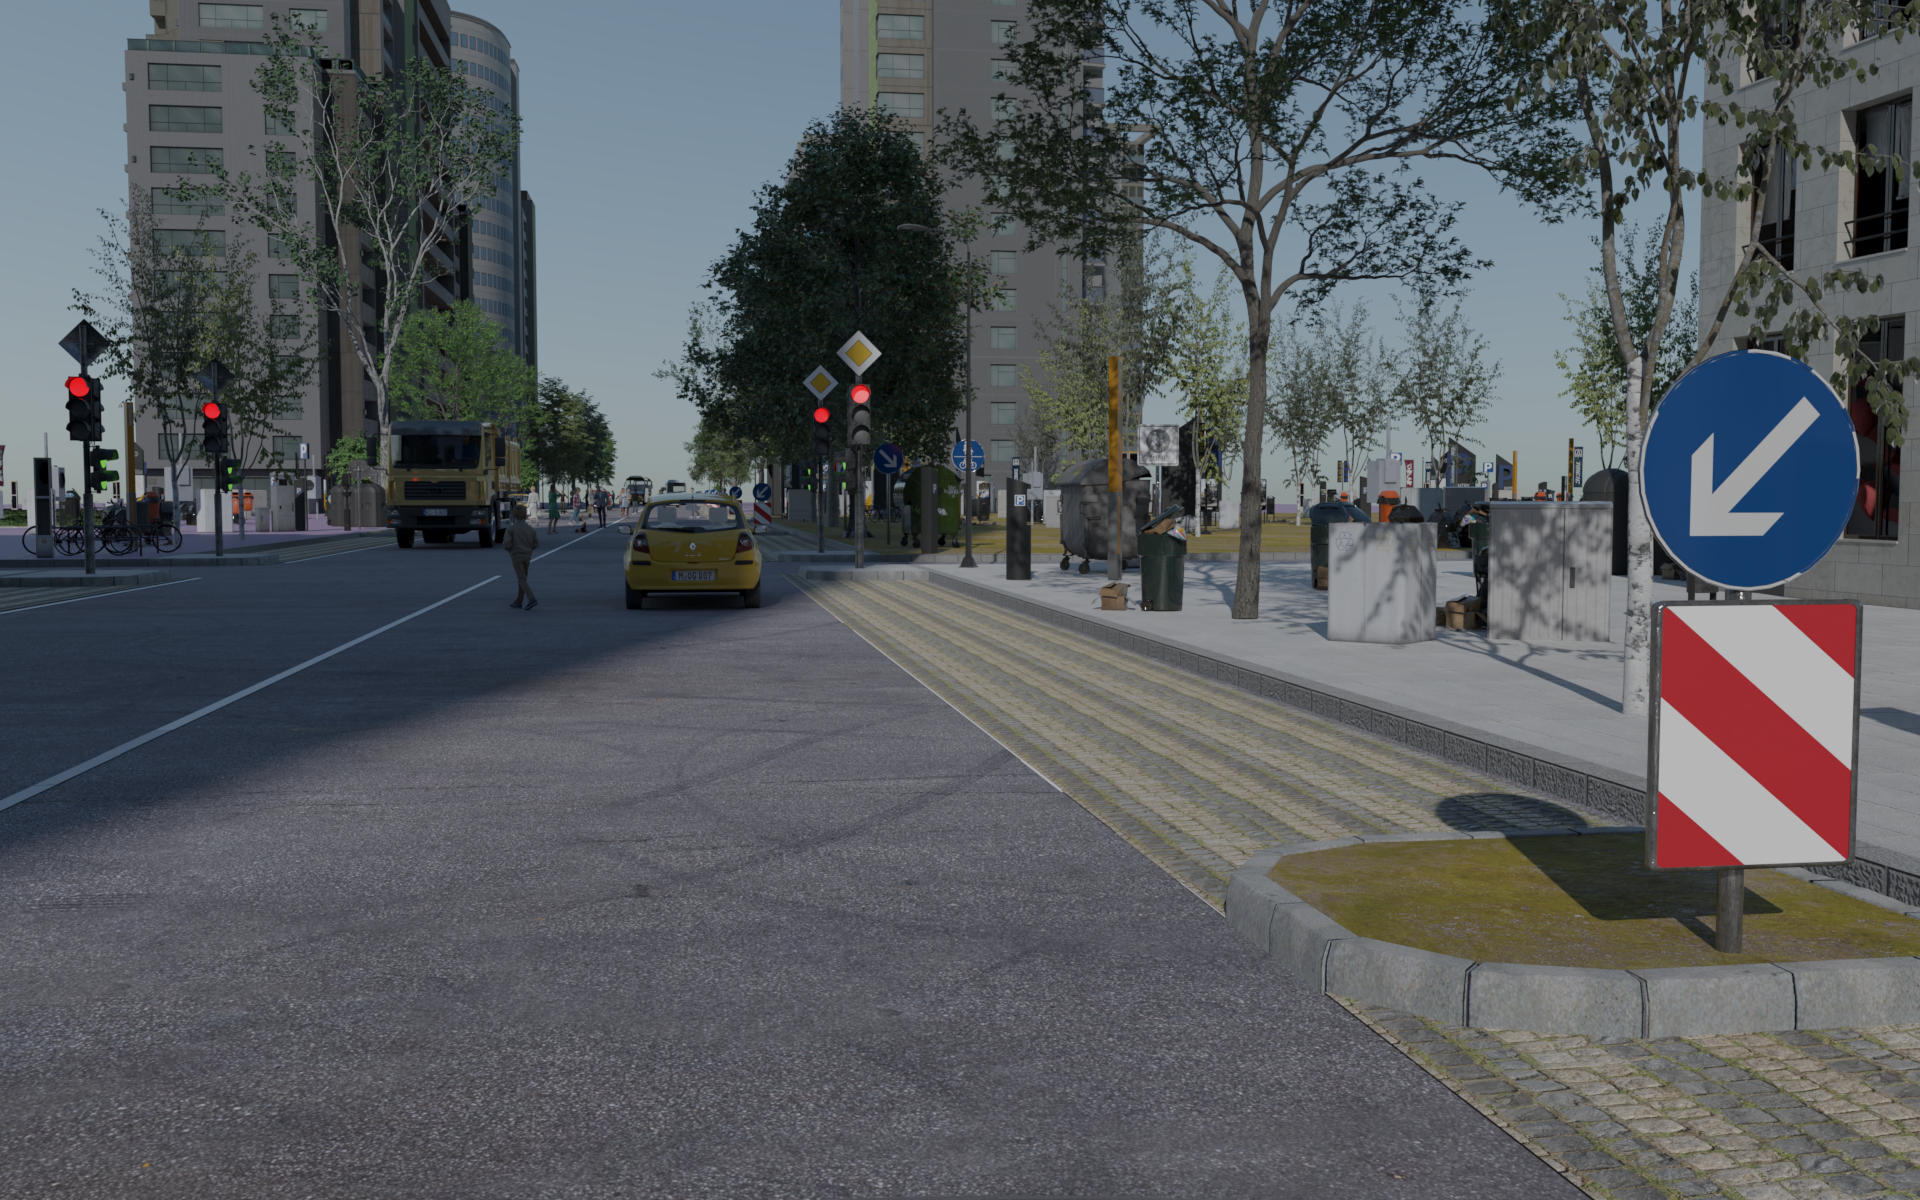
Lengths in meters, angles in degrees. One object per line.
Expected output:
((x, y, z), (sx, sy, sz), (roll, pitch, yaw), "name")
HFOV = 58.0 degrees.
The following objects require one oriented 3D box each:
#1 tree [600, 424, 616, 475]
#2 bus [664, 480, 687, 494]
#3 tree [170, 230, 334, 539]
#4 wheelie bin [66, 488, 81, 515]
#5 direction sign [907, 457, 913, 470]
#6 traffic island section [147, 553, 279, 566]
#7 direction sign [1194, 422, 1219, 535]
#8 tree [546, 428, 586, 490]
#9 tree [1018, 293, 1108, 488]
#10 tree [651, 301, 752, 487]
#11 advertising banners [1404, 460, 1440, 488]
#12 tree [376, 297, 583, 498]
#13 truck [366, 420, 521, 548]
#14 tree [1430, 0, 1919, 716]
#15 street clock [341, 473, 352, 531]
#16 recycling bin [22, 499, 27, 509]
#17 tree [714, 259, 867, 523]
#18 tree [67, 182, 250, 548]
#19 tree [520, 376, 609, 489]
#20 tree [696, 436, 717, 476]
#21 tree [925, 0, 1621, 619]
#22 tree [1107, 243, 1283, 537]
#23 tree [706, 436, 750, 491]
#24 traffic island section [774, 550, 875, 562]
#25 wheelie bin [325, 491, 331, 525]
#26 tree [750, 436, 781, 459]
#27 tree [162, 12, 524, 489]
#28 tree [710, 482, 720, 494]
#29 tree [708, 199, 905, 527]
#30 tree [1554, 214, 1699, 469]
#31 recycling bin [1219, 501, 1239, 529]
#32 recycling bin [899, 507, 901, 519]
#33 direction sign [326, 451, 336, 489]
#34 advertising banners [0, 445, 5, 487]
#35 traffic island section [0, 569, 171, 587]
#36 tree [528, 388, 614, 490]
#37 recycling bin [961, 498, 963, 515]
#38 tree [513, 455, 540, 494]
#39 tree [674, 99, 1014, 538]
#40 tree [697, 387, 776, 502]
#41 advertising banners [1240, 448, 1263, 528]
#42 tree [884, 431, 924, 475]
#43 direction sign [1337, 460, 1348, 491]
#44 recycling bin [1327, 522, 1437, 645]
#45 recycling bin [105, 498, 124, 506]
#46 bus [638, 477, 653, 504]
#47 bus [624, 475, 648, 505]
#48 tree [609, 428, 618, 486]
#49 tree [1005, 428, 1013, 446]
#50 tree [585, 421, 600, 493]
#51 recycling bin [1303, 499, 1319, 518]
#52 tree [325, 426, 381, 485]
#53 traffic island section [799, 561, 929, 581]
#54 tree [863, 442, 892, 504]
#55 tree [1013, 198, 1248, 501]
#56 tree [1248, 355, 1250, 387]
((-50.510, -18.975, 235.993), (9.928, 11.665, 9.643), (0, 3, 0), "tree")
((-37.332, -14.211, 227.208), (2.948, 3.499, 13.247), (-1, 4, -11), "bus")
((-20.103, -6.007, 48.570), (4.737, 8.622, 4.395), (0, 3, 0), "tree")
((-43.427, -4.706, 84.848), (0.693, 1.594, 0.980), (-2, 4, -25), "wheelie bin")
((-2.865, -6.896, 104.740), (0.876, 3.537, 0.379), (0, 4, 7), "direction sign")
((-15.336, -0.828, 35.818), (2.009, 0.180, 2.903), (-1, 4, -9), "traffic island section")
((7.825, -3.853, 54.999), (0.876, 3.537, 0.379), (-2, 4, -25), "direction sign")
((-40.404, -13.844, 176.716), (4.360, 8.622, 3.978), (0, 3, 0), "tree")
((4.482, -6.862, 62.561), (4.737, 8.622, 4.395), (0, 3, 0), "tree")
((-23.856, -19.315, 171.681), (12.611, 20.169, 13.585), (0, 3, 0), "tree")
((23.531, -5.615, 87.999), (2.074, 3.025, 0.090), (0, 4, -7), "advertising banners")
((-26.801, -10.090, 90.722), (9.928, 11.665, 9.643), (0, 3, 0), "tree")
((-14.017, -3.198, 48.211), (3.469, 3.379, 9.791), (-1, 4, -9), "truck")
((3.897, -3.623, 9.592), (4.360, 8.622, 3.978), (0, 3, 0), "tree")
((-21.288, -3.399, 60.142), (0.358, 2.002, 0.471), (0, 4, -6), "street clock")
((-51.849, -5.137, 96.549), (0.722, 1.027, 0.722), (-2, 4, -26), "recycling bin")
((-6.957, -9.749, 77.525), (7.486, 12.596, 7.792), (0, 3, 0), "tree")
((-18.734, -5.546, 41.043), (4.360, 8.622, 3.978), (0, 3, 0), "tree")
((-38.965, -15.250, 167.460), (7.486, 12.596, 7.792), (0, 3, 0), "tree")
((-35.847, -20.247, 256.789), (9.928, 11.665, 9.643), (0, 3, 0), "tree")
((3.277, -5.085, 17.559), (7.601, 10.594, 8.767), (-1, 4, -13), "tree")
((7.366, -6.195, 51.657), (4.737, 8.622, 4.395), (0, 3, 0), "tree")
((-20.117, -12.505, 154.813), (4.360, 8.622, 3.978), (0, 3, 0), "tree")
((-3.008, -0.951, 37.824), (2.009, 0.180, 2.903), (-1, 4, -9), "traffic island section")
((-25.633, -3.860, 71.019), (0.693, 1.594, 0.980), (-1, 4, -14), "wheelie bin")
((-11.572, -9.722, 109.313), (4.737, 8.622, 4.395), (0, 3, 0), "tree")
((-24.712, -13.102, 70.112), (12.611, 20.169, 13.585), (0, 3, 0), "tree")
((-34.248, -15.296, 244.687), (1.663, 3.219, 1.824), (0, 3, 0), "tree")
((-4.999, -9.825, 67.294), (9.857, 13.997, 8.962), (0, 3, 0), "tree")
((18.280, -5.816, 45.453), (4.737, 8.622, 4.395), (0, 3, 0), "tree")
((9.905, -3.133, 63.780), (0.722, 1.027, 0.722), (0, 4, 7), "recycling bin")
((-2.926, -4.808, 91.160), (0.722, 1.027, 0.722), (0, 4, -3), "recycling bin")
((-33.535, -6.144, 92.444), (0.379, 3.537, 0.876), (1, 4, 10), "direction sign")
((-34.246, -3.941, 60.628), (0.090, 3.025, 2.074), (1, 4, 20), "advertising banners")
((-14.046, -0.346, 27.938), (2.009, 0.180, 2.903), (-1, 4, -9), "traffic island section")
((-46.232, -18.336, 206.444), (9.857, 13.997, 8.962), (0, 3, 0), "tree")
((0.509, -5.628, 104.580), (0.722, 1.027, 0.722), (-3, 4, -37), "recycling bin")
((-35.899, -9.662, 141.688), (4.285, 4.588, 4.351), (0, 3, 0), "tree")
((-3.073, -8.177, 50.697), (9.611, 12.733, 9.660), (0, 3, 0), "tree")
((-13.811, -11.239, 118.168), (8.767, 10.594, 7.601), (0, 4, -4), "tree")
((10.918, -4.194, 64.764), (0.090, 3.025, 2.074), (2, 4, 32), "advertising banners")
((-3.546, -9.864, 111.642), (4.737, 8.622, 4.395), (0, 3, 0), "tree")
((25.811, -7.636, 116.852), (0.876, 3.537, 0.379), (-2, 4, -25), "direction sign")
((3.701, -0.160, 15.175), (0.722, 1.027, 0.722), (3, 5, 39), "recycling bin")
((-49.177, -5.395, 100.766), (0.722, 1.027, 0.722), (0, 4, 7), "recycling bin")
((-45.576, -15.754, 249.124), (2.896, 3.916, 12.252), (-1, 4, -9), "bus")
((-43.251, -14.705, 231.965), (2.896, 3.916, 12.252), (-1, 4, -8), "bus")
((-54.189, -20.770, 257.709), (7.486, 12.596, 7.792), (0, 3, 0), "tree")
((5.062, -9.857, 111.520), (4.360, 8.622, 3.978), (0, 3, 0), "tree")
((-31.923, -11.891, 120.167), (9.928, 11.665, 9.643), (0, 3, 0), "tree")
((19.106, -4.986, 94.080), (0.722, 1.027, 0.722), (-1, 4, -19), "recycling bin")
((-28.914, -6.119, 83.765), (4.285, 4.588, 4.351), (0, 3, 0), "tree")
((-1.717, -0.469, 29.944), (2.009, 0.180, 2.903), (-1, 4, -9), "traffic island section")
((-5.127, -8.886, 95.644), (4.360, 8.622, 3.978), (0, 3, 0), "tree")
((3.990, -5.583, 41.653), (4.360, 8.622, 3.978), (0, 3, 0), "tree")
((13.507, -7.284, 69.463), (4.360, 8.622, 3.978), (0, 3, 0), "tree")
